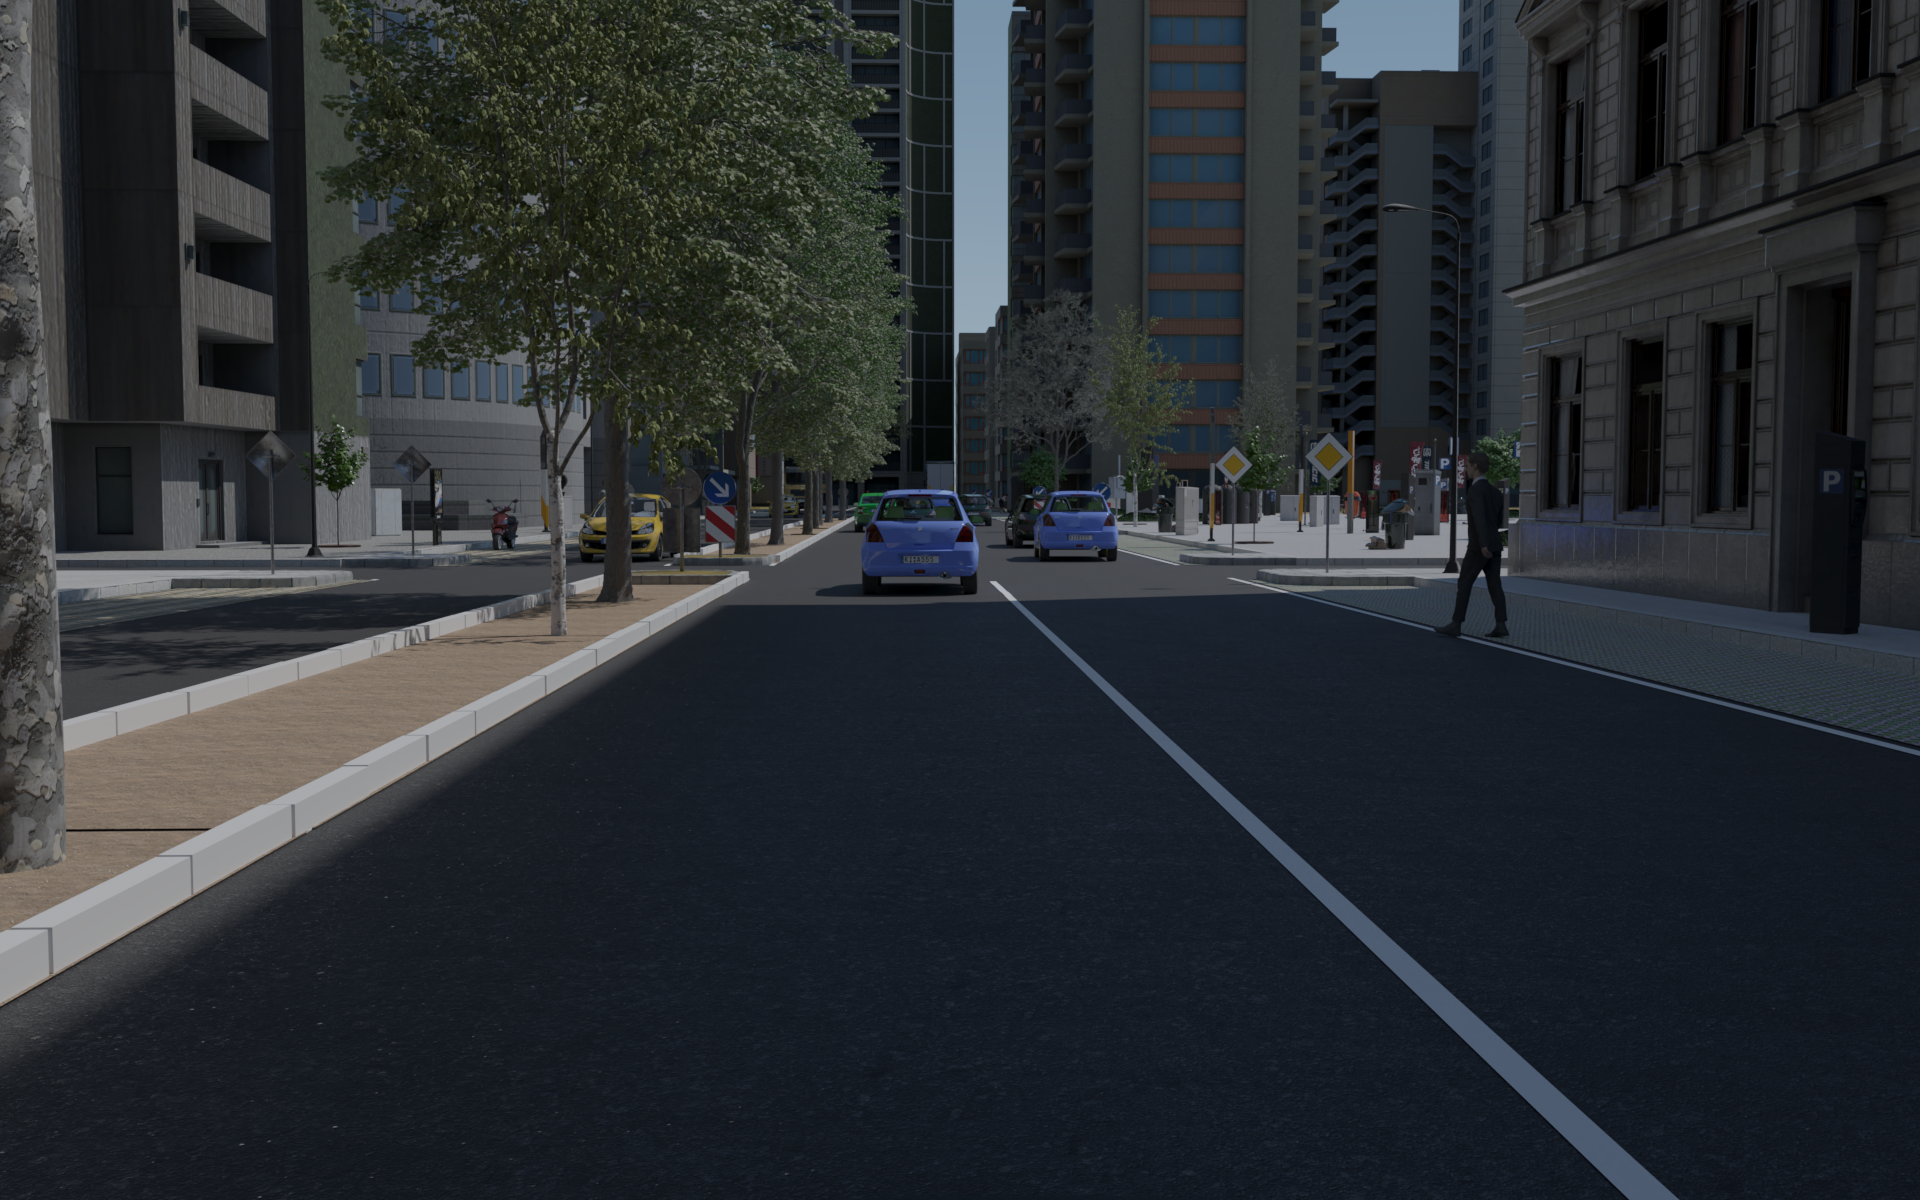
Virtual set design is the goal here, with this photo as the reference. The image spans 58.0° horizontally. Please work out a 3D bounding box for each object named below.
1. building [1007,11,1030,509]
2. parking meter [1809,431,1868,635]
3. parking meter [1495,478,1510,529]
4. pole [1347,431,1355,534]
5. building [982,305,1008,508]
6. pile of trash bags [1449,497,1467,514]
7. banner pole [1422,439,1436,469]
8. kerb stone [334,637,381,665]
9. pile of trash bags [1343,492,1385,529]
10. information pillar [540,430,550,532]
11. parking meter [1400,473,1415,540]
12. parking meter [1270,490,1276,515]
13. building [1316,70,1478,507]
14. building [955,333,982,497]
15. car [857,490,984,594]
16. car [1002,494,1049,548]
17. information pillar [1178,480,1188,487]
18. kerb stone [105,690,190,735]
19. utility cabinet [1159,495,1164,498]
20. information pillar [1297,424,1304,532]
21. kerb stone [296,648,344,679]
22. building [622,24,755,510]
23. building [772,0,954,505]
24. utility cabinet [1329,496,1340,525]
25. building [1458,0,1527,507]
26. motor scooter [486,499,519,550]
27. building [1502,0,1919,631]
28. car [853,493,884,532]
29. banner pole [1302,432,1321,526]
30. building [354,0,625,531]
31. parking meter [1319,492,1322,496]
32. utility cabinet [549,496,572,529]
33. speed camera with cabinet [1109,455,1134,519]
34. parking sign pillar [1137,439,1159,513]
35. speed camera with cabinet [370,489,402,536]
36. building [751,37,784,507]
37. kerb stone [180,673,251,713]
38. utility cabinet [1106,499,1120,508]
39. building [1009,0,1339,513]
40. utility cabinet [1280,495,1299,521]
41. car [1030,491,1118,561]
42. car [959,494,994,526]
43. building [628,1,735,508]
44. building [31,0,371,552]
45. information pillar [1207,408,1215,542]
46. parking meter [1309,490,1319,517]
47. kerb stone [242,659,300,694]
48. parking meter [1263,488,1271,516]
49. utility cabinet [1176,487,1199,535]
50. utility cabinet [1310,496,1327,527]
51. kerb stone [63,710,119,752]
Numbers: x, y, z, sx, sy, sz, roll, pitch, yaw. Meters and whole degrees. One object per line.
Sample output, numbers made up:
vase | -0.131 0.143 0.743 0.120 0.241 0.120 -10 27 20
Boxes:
building | 11.052 -28.593 151.094 14.154 41.232 14.086 0 4 -2
parking meter | 8.076 -0.624 15.920 0.255 1.863 0.399 -2 4 -35
parking meter | 20.013 -3.551 63.770 0.399 1.863 0.255 -3 4 -37
pole | 12.622 -3.798 55.939 0.158 3.312 0.155 0 3 0
building | 16.989 -20.096 173.608 27.650 21.520 28.899 0 4 -2
pile of trash bags | 31.982 -6.164 110.535 1.912 1.369 3.447 3 5 40
banner pole | 21.404 -5.436 78.903 0.401 3.779 0.863 -3 5 -44
kerb stone | -5.187 0.452 14.804 0.120 0.150 1.000 0 4 -2
pile of trash bags | 15.736 -3.271 63.238 3.447 1.369 1.912 1 4 21
information pillar | -13.994 -4.097 58.337 0.183 3.616 0.504 -2 4 -34
parking meter | 12.433 -2.595 48.135 0.255 1.863 0.399 3 5 44
parking meter | 18.926 -5.896 104.804 0.372 1.533 0.369 0 3 0
building | 44.255 -32.452 180.707 14.200 45.320 14.600 0 4 -2
building | 14.307 -22.256 208.921 28.899 21.520 27.650 0 4 -2
car | -0.598 -1.010 26.101 1.945 1.707 3.694 0 4 -1
car | 2.197 -2.300 47.392 2.009 1.686 4.222 0 4 -3
information pillar | 11.758 -5.281 90.830 0.304 2.012 0.304 0 4 -7
kerb stone | -5.046 0.702 10.711 0.120 0.150 1.000 0 4 -2
utility cabinet | 10.637 -5.095 94.471 1.020 1.237 0.306 2 4 35
information pillar | 11.444 -4.083 58.113 0.183 3.616 0.504 0 4 4
kerb stone | -5.148 0.520 13.783 0.120 0.150 1.000 0 4 -2
building | -24.731 -30.241 144.545 14.600 45.320 14.200 0 4 -2
building | -10.946 -46.764 202.845 20.611 71.187 20.563 0 4 -2
utility cabinet | 15.464 -3.772 72.830 1.020 1.237 0.306 -1 4 -20
building | 61.734 -45.250 178.091 20.611 71.187 20.563 0 4 -2
motor scooter | -11.716 -1.942 44.526 0.815 1.314 1.986 0 4 -1
building | 13.607 -9.362 17.705 10.561 19.102 19.286 0 4 -2
car | -3.117 -3.518 66.309 1.959 1.807 4.718 0 4 -2
banner pole | 14.194 -4.893 70.019 0.863 3.779 0.401 2 4 30
building | -26.639 -32.334 70.664 21.231 58.520 28.212 0 4 -2
parking meter | 22.385 -6.241 107.755 0.255 1.863 0.399 2 4 23
utility cabinet | -14.653 -3.202 63.518 0.306 1.237 1.020 2 4 26
speed camera with cabinet | 8.611 -5.763 88.563 2.038 3.252 0.660 -2 4 -27
parking sign pillar | 9.325 -5.973 86.124 1.447 3.967 1.447 -2 4 -33
speed camera with cabinet | -17.992 -3.561 52.555 0.660 3.252 2.038 3 4 37
building | -29.170 -33.714 174.919 21.600 48.544 21.300 0 4 -2
kerb stone | -5.072 0.640 11.733 0.120 0.150 1.000 0 4 -2
utility cabinet | 9.613 -6.158 109.369 1.173 1.500 0.318 -3 5 -41
building | 15.287 -29.019 129.089 22.147 44.769 28.867 0 4 -2
utility cabinet | 15.781 -4.366 82.550 1.020 1.237 0.306 1 4 8
car | 2.519 -1.753 38.248 1.945 1.707 3.694 0 4 0
car | 0.555 -4.203 78.505 2.009 1.686 4.222 0 4 -1
building | -30.841 -32.643 122.947 28.713 52.752 27.495 0 4 -2
building | -23.433 -16.471 40.995 14.160 30.474 14.107 0 4 -2
information pillar | 6.815 -3.391 46.802 0.183 3.616 0.504 0 4 4
parking meter | 19.424 -5.481 95.330 0.255 1.863 0.399 2 4 35
kerb stone | -5.114 0.578 12.754 0.120 0.150 1.000 0 4 -2
parking meter | 18.083 -5.889 101.998 0.399 1.863 0.255 -1 4 -22
utility cabinet | 7.102 -2.774 54.034 0.318 1.500 1.173 2 4 30
utility cabinet | 13.987 -3.469 67.878 0.306 1.237 1.020 2 4 27
kerb stone | -5.006 0.765 9.683 0.120 0.150 1.000 0 4 -2
